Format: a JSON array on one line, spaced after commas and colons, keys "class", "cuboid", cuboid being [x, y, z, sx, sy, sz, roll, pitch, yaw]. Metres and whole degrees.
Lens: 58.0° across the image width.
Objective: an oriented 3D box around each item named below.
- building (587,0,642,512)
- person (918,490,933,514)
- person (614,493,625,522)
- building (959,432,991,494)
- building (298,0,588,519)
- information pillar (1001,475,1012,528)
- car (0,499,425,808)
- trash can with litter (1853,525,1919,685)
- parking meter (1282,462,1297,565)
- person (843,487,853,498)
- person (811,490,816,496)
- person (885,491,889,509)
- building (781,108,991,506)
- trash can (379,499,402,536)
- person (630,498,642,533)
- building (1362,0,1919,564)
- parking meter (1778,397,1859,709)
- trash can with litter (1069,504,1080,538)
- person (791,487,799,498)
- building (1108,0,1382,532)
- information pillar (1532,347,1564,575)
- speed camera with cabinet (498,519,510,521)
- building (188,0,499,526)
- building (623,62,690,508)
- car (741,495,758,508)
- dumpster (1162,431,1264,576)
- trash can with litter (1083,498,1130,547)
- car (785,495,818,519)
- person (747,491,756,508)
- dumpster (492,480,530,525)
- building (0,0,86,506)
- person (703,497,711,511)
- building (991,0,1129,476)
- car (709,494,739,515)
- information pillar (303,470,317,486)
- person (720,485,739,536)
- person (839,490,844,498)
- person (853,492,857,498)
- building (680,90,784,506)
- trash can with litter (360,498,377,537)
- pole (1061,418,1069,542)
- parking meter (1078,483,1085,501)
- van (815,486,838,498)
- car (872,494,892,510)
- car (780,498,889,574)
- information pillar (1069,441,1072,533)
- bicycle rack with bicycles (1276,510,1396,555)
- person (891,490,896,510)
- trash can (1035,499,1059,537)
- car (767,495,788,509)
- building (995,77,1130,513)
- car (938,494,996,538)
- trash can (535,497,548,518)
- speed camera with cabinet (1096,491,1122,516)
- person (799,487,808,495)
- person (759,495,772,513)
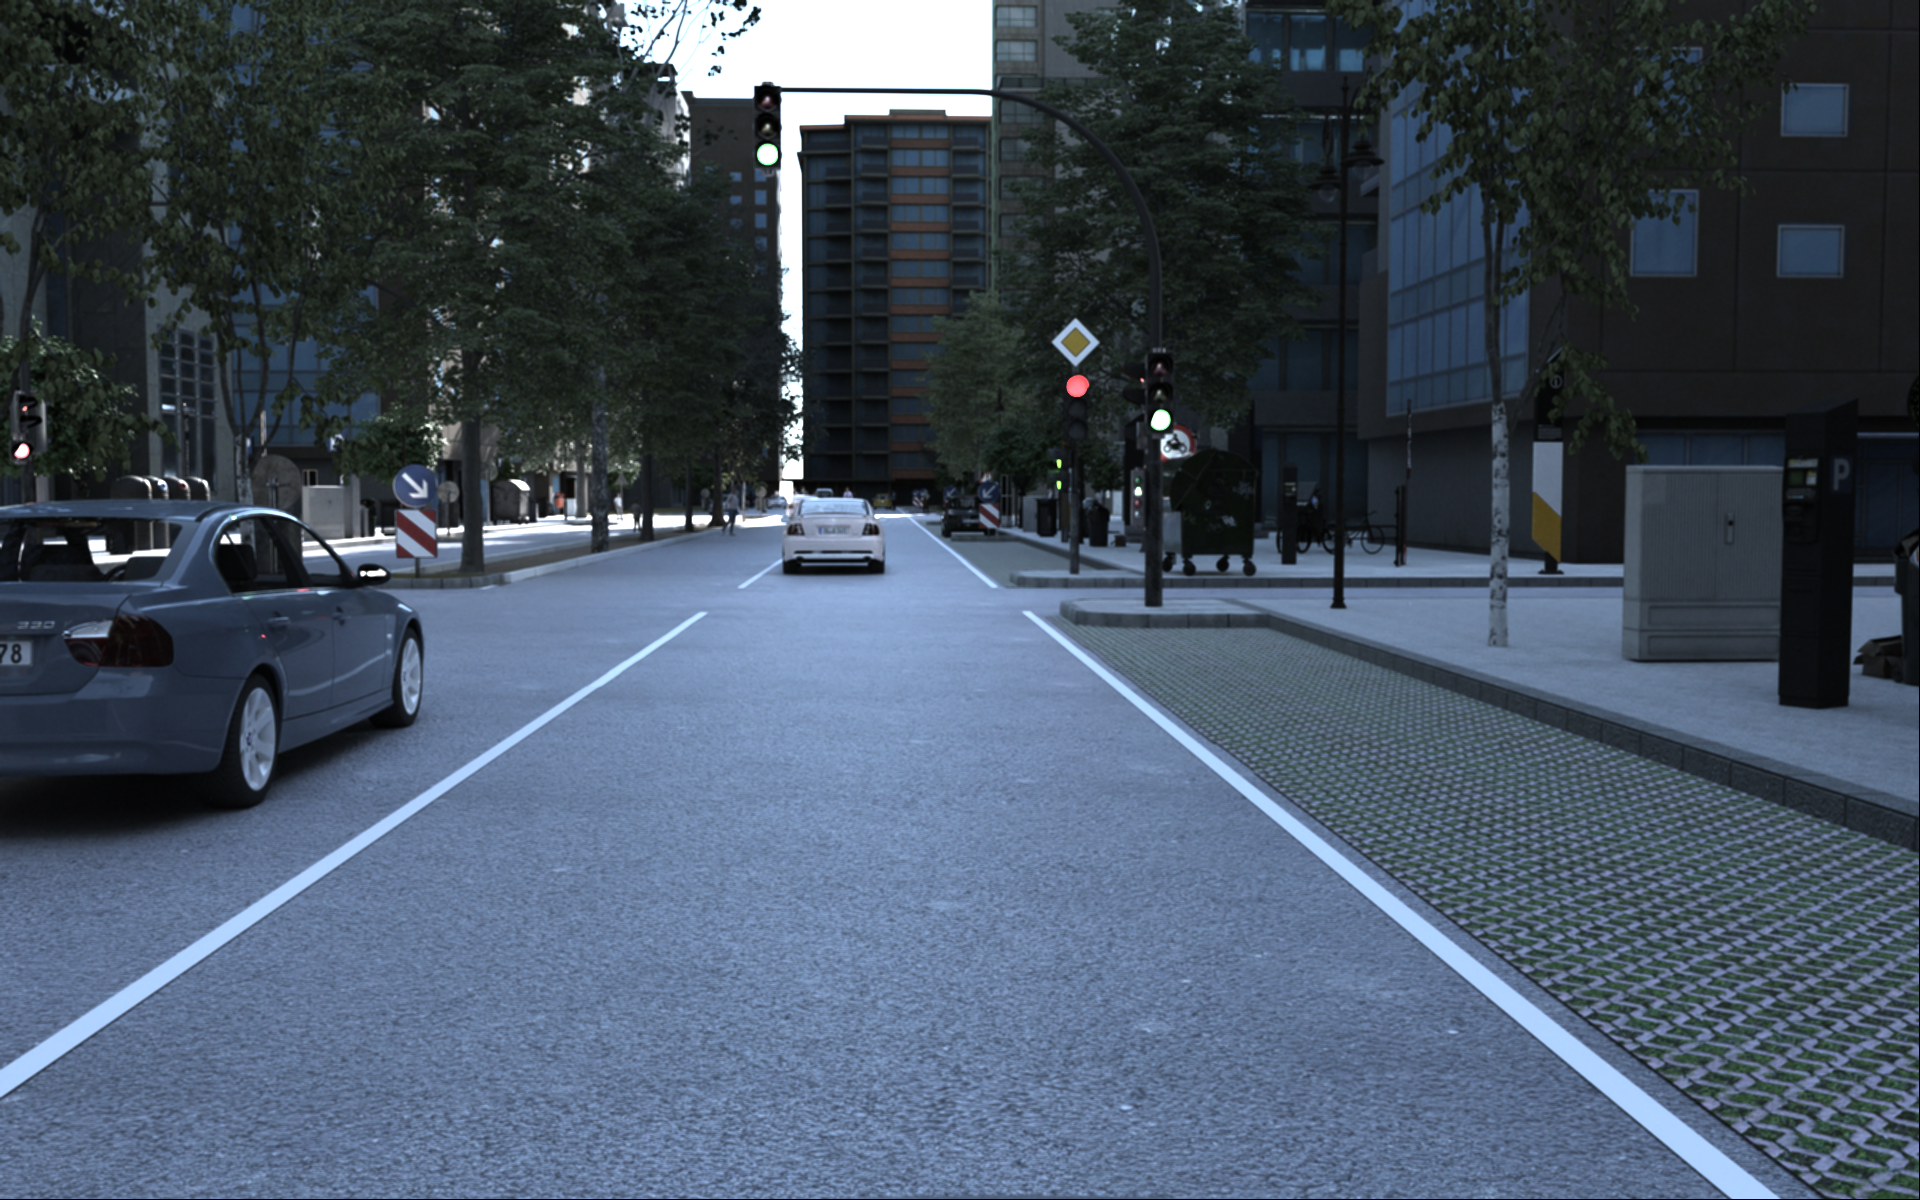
[{"class": "building", "cuboid": [-36.920, -31.231, 130.242, 23.786, 49.044, 30.456, 0, 4, -3]}, {"class": "person", "cuboid": [-2.516, -7.212, 127.144, 1.217, 1.736, 0.721, 0, 4, 0]}, {"class": "person", "cuboid": [-17.669, -4.818, 89.867, 0.523, 1.515, 0.503, 1, 4, 19]}, {"class": "building", "cuboid": [11.767, -51.781, 159.297, 22.319, 86.520, 31.000, 0, 4, -3]}, {"class": "building", "cuboid": [-31.254, -28.008, 108.038, 14.600, 45.320, 14.200, 0, 4, -3]}, {"class": "information pillar", "cuboid": [1.763, -3.733, 65.534, 0.304, 2.012, 0.304, 3, 5, 41]}, {"class": "car", "cuboid": [-4.155, 0.175, 9.143, 2.014, 1.417, 4.499, 0, 4, -3]}, {"class": "trash can with litter", "cuboid": [6.508, -0.027, 11.828, 0.624, 1.170, 1.055, 0, 4, -5]}, {"class": "parking meter", "cuboid": [6.007, -1.582, 31.577, 0.255, 1.863, 0.399, 1, 4, 9]}, {"class": "person", "cuboid": [-6.901, -5.940, 105.481, 0.709, 1.838, 0.599, 1, 4, 21]}, {"class": "person", "cuboid": [-12.632, -8.662, 150.134, 1.348, 1.824, 0.705, 2, 4, 34]}, {"class": "person", "cuboid": [-6.789, -9.373, 162.671, 0.530, 1.710, 0.541, 0, 4, 8]}, {"class": "building", "cuboid": [-5.618, -33.336, 199.665, 28.867, 44.769, 22.147, 0, 4, -3]}, {"class": "trash can", "cuboid": [-17.419, -2.531, 53.040, 0.748, 1.137, 0.748, 0, 3, 0]}, {"class": "person", "cuboid": [-11.530, -2.993, 61.700, 0.475, 1.303, 0.640, 0, 4, 1]}, {"class": "building", "cuboid": [17.668, -23.672, 37.142, 14.200, 45.320, 14.600, 0, 4, -3]}, {"class": "parking meter", "cuboid": [5.167, -0.289, 10.438, 0.399, 1.863, 0.255, -2, 4, -31]}, {"class": "trash can with litter", "cuboid": [3.600, -2.385, 50.388, 0.624, 1.170, 1.055, 3, 5, 44]}, {"class": "person", "cuboid": [-8.684, -5.062, 91.363, 0.778, 1.811, 0.616, -1, 4, -9]}, {"class": "building", "cuboid": [18.284, -27.574, 70.436, 23.786, 49.044, 30.456, 0, 4, -3]}, {"class": "information pillar", "cuboid": [9.380, -2.217, 27.596, 0.504, 3.616, 0.183, -1, 4, -12]}, {"class": "speed camera with cabinet", "cuboid": [-22.183, -5.492, 84.129, 0.660, 3.252, 2.038, -1, 4, -16]}, {"class": "building", "cuboid": [-28.125, -25.913, 73.788, 14.600, 45.320, 14.200, 0, 4, -3]}, {"class": "building", "cuboid": [-33.266, -29.555, 166.820, 14.086, 41.232, 14.154, 0, 4, -3]}, {"class": "car", "cuboid": [-21.189, -9.967, 175.534, 1.945, 1.354, 3.894, 0, 4, -3]}, {"class": "dumpster", "cuboid": [3.946, -1.543, 27.719, 1.502, 2.255, 1.985, 0, 4, -3]}, {"class": "trash can with litter", "cuboid": [3.627, -1.893, 42.341, 1.055, 1.170, 0.624, 0, 4, 1]}, {"class": "car", "cuboid": [-7.907, -4.652, 88.418, 2.083, 1.381, 4.827, 0, 4, -4]}, {"class": "person", "cuboid": [-20.742, -9.970, 172.220, 1.217, 1.735, 0.721, 2, 4, 29]}, {"class": "dumpster", "cuboid": [-18.569, -4.024, 71.555, 1.264, 1.857, 1.865, 0, 4, -3]}, {"class": "building", "cuboid": [-33.610, -44.589, 41.702, 22.319, 86.520, 31.000, 0, 4, -3]}, {"class": "person", "cuboid": [-19.324, -7.526, 132.237, 0.721, 1.739, 1.217, 1, 4, 22]}, {"class": "building", "cuboid": [9.371, -27.776, 137.734, 14.154, 41.232, 14.086, 0, 4, -3]}, {"class": "car", "cuboid": [-16.349, -6.616, 120.173, 2.014, 1.417, 4.499, 0, 4, -1]}, {"class": "information pillar", "cuboid": [-19.575, -2.919, 52.222, 0.304, 2.012, 0.304, 3, 5, 41]}, {"class": "person", "cuboid": [-7.982, -3.087, 59.640, 0.598, 1.740, 0.731, 1, 4, 12]}, {"class": "person", "cuboid": [-10.135, -8.541, 148.161, 0.705, 1.821, 1.348, 1, 4, 13]}, {"class": "person", "cuboid": [-10.887, -10.348, 179.163, 0.415, 1.643, 0.593, 1, 4, 13]}, {"class": "building", "cuboid": [-27.380, -33.366, 195.643, 14.200, 45.320, 14.600, 0, 4, -3]}, {"class": "trash can with litter", "cuboid": [-17.848, -2.466, 51.699, 0.624, 1.170, 1.055, -3, 5, -42]}, {"class": "pole", "cuboid": [2.790, -3.183, 45.887, 0.158, 3.312, 0.155, 0, 3, 0]}, {"class": "parking meter", "cuboid": [5.363, -4.379, 77.301, 0.399, 1.863, 0.255, 3, 5, 43]}, {"class": "van", "cuboid": [-10.513, -7.796, 134.483, 2.013, 2.044, 4.112, 0, 4, -4]}, {"class": "car", "cuboid": [-7.094, -9.127, 159.458, 2.015, 1.641, 3.980, 0, 4, -2]}, {"class": "car", "cuboid": [-2.374, -1.241, 32.657, 2.083, 1.381, 4.827, 0, 4, -4]}, {"class": "information pillar", "cuboid": [3.524, -3.927, 55.559, 0.183, 3.616, 0.504, -1, 4, -19]}, {"class": "bicycle rack with bicycles", "cuboid": [7.945, -1.467, 37.365, 2.925, 0.926, 2.852, -2, 4, -33]}, {"class": "person", "cuboid": [-5.821, -8.766, 151.816, 0.705, 1.826, 1.348, 1, 4, 8]}, {"class": "trash can", "cuboid": [2.624, -2.480, 52.199, 0.748, 1.137, 0.748, 0, 3, 0]}, {"class": "car", "cuboid": [-17.802, -9.588, 169.125, 2.083, 1.381, 4.827, 0, 4, -3]}, {"class": "building", "cuboid": [9.394, -21.544, 123.943, 14.160, 30.474, 14.107, 0, 4, -3]}, {"class": "car", "cuboid": [0.264, -2.959, 58.163, 2.009, 1.686, 4.222, 0, 4, -2]}, {"class": "trash can", "cuboid": [-22.057, -4.868, 91.241, 0.748, 1.137, 0.748, 0, 3, 0]}, {"class": "speed camera with cabinet", "cuboid": [9.060, -6.590, 102.078, 2.038, 3.252, 0.660, 2, 4, 25]}, {"class": "person", "cuboid": [-8.717, -5.460, 97.578, 0.655, 1.846, 0.447, -2, 4, -30]}, {"class": "person", "cuboid": [-15.135, -7.667, 133.875, 0.705, 1.822, 1.348, 3, 5, 42]}]
